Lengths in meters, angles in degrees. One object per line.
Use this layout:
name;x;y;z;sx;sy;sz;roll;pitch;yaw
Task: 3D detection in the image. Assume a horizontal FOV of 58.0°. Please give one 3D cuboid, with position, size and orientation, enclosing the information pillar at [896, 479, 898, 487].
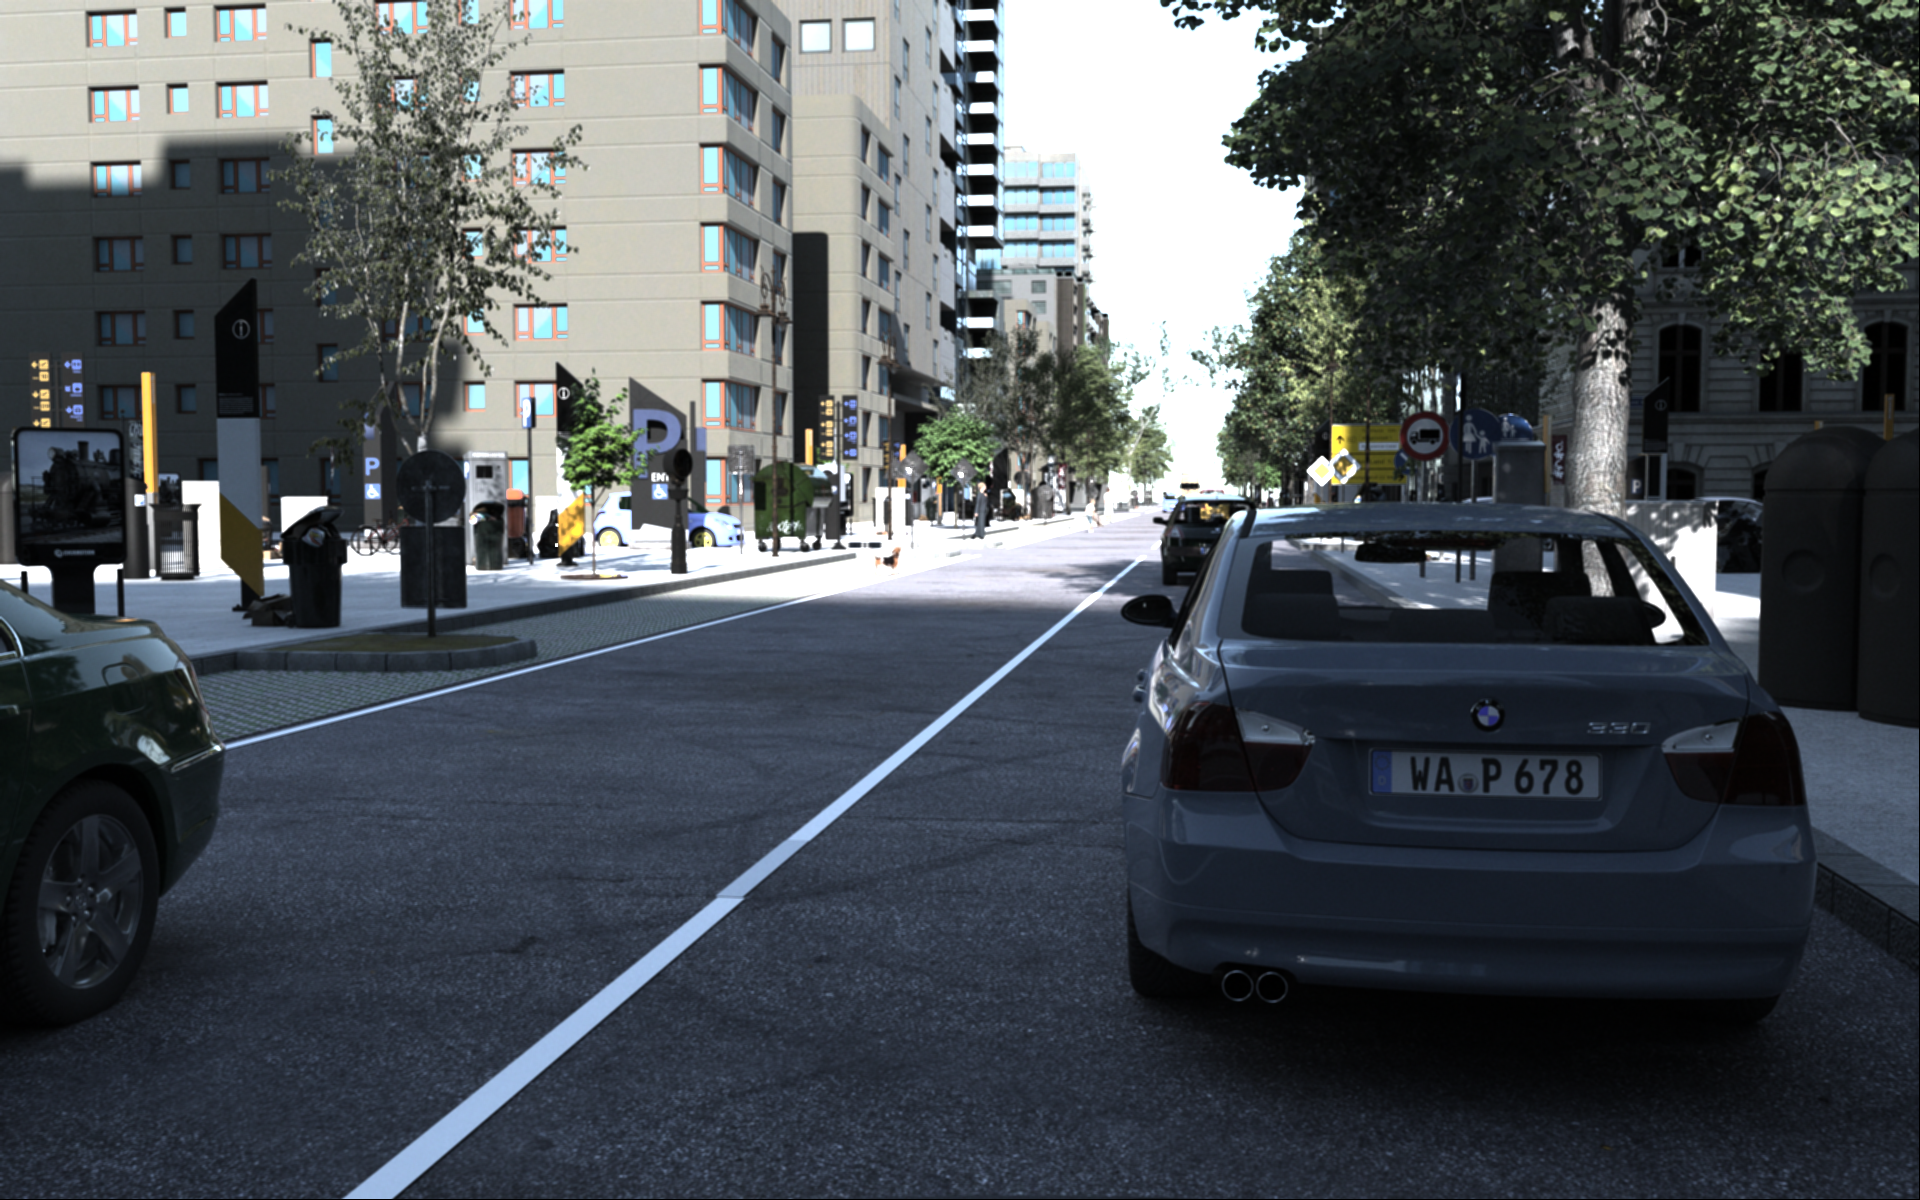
information pillar;-2.925;-4.763;82.362;0.304;2.012;0.304;1;4;16

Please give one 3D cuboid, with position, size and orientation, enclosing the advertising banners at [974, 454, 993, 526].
advertising banners;1.004;-4.559;70.727;0.090;3.025;2.074;2;4;24

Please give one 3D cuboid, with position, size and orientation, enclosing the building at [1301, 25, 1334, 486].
building;60.803;-50.488;263.728;20.563;71.187;20.611;1;4;8

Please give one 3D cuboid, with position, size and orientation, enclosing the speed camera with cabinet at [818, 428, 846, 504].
speed camera with cabinet;-4.475;-3.534;52.117;2.038;3.252;0.660;2;4;24

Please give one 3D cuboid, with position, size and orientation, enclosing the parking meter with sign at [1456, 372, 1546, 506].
parking meter with sign;8.025;-1.748;24.842;1.738;3.016;0.543;1;4;10

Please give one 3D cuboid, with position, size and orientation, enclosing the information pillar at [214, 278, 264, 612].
information pillar;-7.854;-1.685;18.902;0.504;3.616;0.183;1;4;12

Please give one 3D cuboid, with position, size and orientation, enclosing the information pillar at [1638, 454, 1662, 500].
information pillar;12.657;-1.672;31.824;0.304;2.012;0.304;-1;4;-11

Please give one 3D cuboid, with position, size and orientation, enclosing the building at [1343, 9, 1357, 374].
building;48.231;-38.375;169.435;21.231;58.520;28.212;1;4;8

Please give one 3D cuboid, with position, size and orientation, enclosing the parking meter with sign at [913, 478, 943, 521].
parking meter with sign;-1.530;-5.387;84.335;1.738;3.016;0.543;2;4;34

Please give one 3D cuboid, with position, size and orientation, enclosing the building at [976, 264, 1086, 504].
building;8.614;-27.550;222.140;14.160;30.474;14.107;1;4;8

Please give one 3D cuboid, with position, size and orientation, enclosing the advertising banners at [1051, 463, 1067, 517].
advertising banners;5.066;-6.234;98.112;2.074;3.025;0.090;-1;4;-9

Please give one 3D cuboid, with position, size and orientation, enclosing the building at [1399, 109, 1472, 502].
building;33.769;-18.844;105.356;12.463;27.353;25.104;1;4;8

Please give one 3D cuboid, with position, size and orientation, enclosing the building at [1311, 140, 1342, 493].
building;51.185;-34.665;216.880;14.600;45.320;14.200;1;4;8

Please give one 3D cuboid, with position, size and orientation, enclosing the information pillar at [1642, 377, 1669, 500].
information pillar;14.003;-2.663;34.897;0.504;3.616;0.183;1;4;8

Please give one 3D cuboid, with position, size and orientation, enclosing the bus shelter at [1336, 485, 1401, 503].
bus shelter;12.592;-3.646;53.531;2.014;3.302;5.546;1;4;8

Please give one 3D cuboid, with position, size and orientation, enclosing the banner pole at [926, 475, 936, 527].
banner pole;-1.207;-4.810;68.658;0.401;3.779;0.863;-1;4;-22

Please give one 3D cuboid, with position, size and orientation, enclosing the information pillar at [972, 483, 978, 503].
information pillar;0.943;-6.431;109.640;0.304;2.012;0.304;-3;5;-44

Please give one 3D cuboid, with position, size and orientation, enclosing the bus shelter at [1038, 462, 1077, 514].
bus shelter;6.362;-7.270;112.787;2.014;3.302;5.546;1;4;9

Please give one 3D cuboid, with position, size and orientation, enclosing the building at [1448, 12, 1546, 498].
building;31.690;-17.562;80.646;14.314;27.812;24.014;1;4;8

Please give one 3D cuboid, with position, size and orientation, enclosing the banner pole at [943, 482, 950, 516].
banner pole;-1.010;-6.943;103.542;0.863;3.779;0.401;1;4;21

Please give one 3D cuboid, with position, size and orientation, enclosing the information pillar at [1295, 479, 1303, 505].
information pillar;16.786;-4.975;85.828;0.304;2.012;0.304;-1;4;-19

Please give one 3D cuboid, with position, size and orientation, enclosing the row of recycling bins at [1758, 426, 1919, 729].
row of recycling bins;5.720;-0.132;9.264;1.069;1.692;3.534;-1;4;-18

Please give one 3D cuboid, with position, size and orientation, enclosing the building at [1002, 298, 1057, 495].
building;-5.621;-19.872;169.941;27.650;21.520;28.899;1;4;8

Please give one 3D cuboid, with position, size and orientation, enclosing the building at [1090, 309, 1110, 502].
building;15.590;-30.281;266.797;14.160;30.474;14.107;1;4;8

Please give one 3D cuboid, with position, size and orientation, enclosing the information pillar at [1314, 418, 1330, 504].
information pillar;11.192;-3.799;53.468;0.504;3.616;0.183;-1;4;-17

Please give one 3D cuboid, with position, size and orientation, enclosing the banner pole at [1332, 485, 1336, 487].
banner pole;14.278;-4.649;66.032;0.401;3.779;0.863;-1;4;-20

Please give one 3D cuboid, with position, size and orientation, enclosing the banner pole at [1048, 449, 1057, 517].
banner pole;5.162;-6.493;96.175;0.401;3.779;0.863;-3;5;-42

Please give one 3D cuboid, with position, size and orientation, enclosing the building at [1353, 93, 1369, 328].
building;41.031;-28.502;149.606;14.154;41.232;14.086;1;4;8

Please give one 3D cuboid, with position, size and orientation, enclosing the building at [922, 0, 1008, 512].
building;-7.072;-50.476;137.948;22.319;86.520;31.000;1;4;8

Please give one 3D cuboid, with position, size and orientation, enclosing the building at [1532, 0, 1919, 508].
building;37.596;-14.488;55.970;34.723;24.649;14.460;1;4;8

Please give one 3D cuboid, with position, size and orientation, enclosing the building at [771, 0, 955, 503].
building;-15.183;-31.824;109.557;28.713;52.752;27.495;1;4;8

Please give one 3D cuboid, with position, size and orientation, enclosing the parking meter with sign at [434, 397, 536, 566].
parking meter with sign;-8.512;-2.125;31.008;1.738;3.016;0.543;-2;4;-30

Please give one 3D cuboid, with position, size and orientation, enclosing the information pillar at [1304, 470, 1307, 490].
information pillar;23.788;-7.850;119.703;0.183;3.616;0.504;-2;4;-27

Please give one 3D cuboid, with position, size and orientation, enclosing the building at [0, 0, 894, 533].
building;-18.980;-13.864;71.718;27.650;21.520;28.899;1;4;8

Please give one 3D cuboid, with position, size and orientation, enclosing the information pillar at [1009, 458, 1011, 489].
information pillar;3.228;-7.404;112.408;0.183;3.616;0.504;1;4;8

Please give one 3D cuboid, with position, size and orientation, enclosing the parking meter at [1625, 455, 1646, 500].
parking meter;10.045;-1.241;26.007;0.399;1.863;0.255;-2;4;-24

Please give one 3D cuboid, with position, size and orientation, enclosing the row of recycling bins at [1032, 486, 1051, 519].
row of recycling bins;4.304;-5.146;91.243;1.069;1.692;3.534;0;4;4

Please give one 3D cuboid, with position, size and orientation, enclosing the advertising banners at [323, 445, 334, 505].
advertising banners;-20.574;-3.687;56.465;0.090;3.025;2.074;-2;4;-27

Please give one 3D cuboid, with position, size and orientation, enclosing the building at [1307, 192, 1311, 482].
building;59.268;-37.853;238.497;23.786;49.044;30.456;1;4;8

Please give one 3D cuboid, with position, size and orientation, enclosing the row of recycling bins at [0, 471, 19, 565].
row of recycling bins;-18.578;-1.467;31.092;3.534;1.692;1.069;-2;4;-25

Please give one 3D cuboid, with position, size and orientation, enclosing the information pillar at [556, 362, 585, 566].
information pillar;-6.904;-2.404;30.662;0.504;3.616;0.183;1;4;10

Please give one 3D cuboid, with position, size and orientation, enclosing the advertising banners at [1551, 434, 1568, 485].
advertising banners;18.209;-3.325;50.544;2.074;3.025;0.090;3;4;38

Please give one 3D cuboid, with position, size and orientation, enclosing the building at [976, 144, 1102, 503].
building;7.829;-38.200;244.177;23.786;49.044;30.456;1;4;8

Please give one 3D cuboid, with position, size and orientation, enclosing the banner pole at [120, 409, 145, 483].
banner pole;-24.466;-3.742;51.193;0.401;3.779;0.863;3;5;41

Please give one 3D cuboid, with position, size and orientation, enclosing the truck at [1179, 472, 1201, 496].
truck;30.106;-14.549;226.787;2.839;4.237;11.283;0;4;8

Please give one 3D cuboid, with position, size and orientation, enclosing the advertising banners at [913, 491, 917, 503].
advertising banners;-2.459;-5.800;91.025;2.074;3.025;0.090;1;4;18

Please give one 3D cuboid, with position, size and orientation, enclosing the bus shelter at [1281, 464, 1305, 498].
bus shelter;21.521;-7.435;112.840;1.731;3.624;6.357;1;4;8

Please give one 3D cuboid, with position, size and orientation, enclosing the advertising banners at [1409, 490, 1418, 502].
advertising banners;16.692;-4.142;63.909;0.090;3.025;2.074;2;4;26

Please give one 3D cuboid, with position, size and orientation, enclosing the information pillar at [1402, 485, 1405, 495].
information pillar;21.993;-5.781;85.876;0.183;3.616;0.504;0;4;3
